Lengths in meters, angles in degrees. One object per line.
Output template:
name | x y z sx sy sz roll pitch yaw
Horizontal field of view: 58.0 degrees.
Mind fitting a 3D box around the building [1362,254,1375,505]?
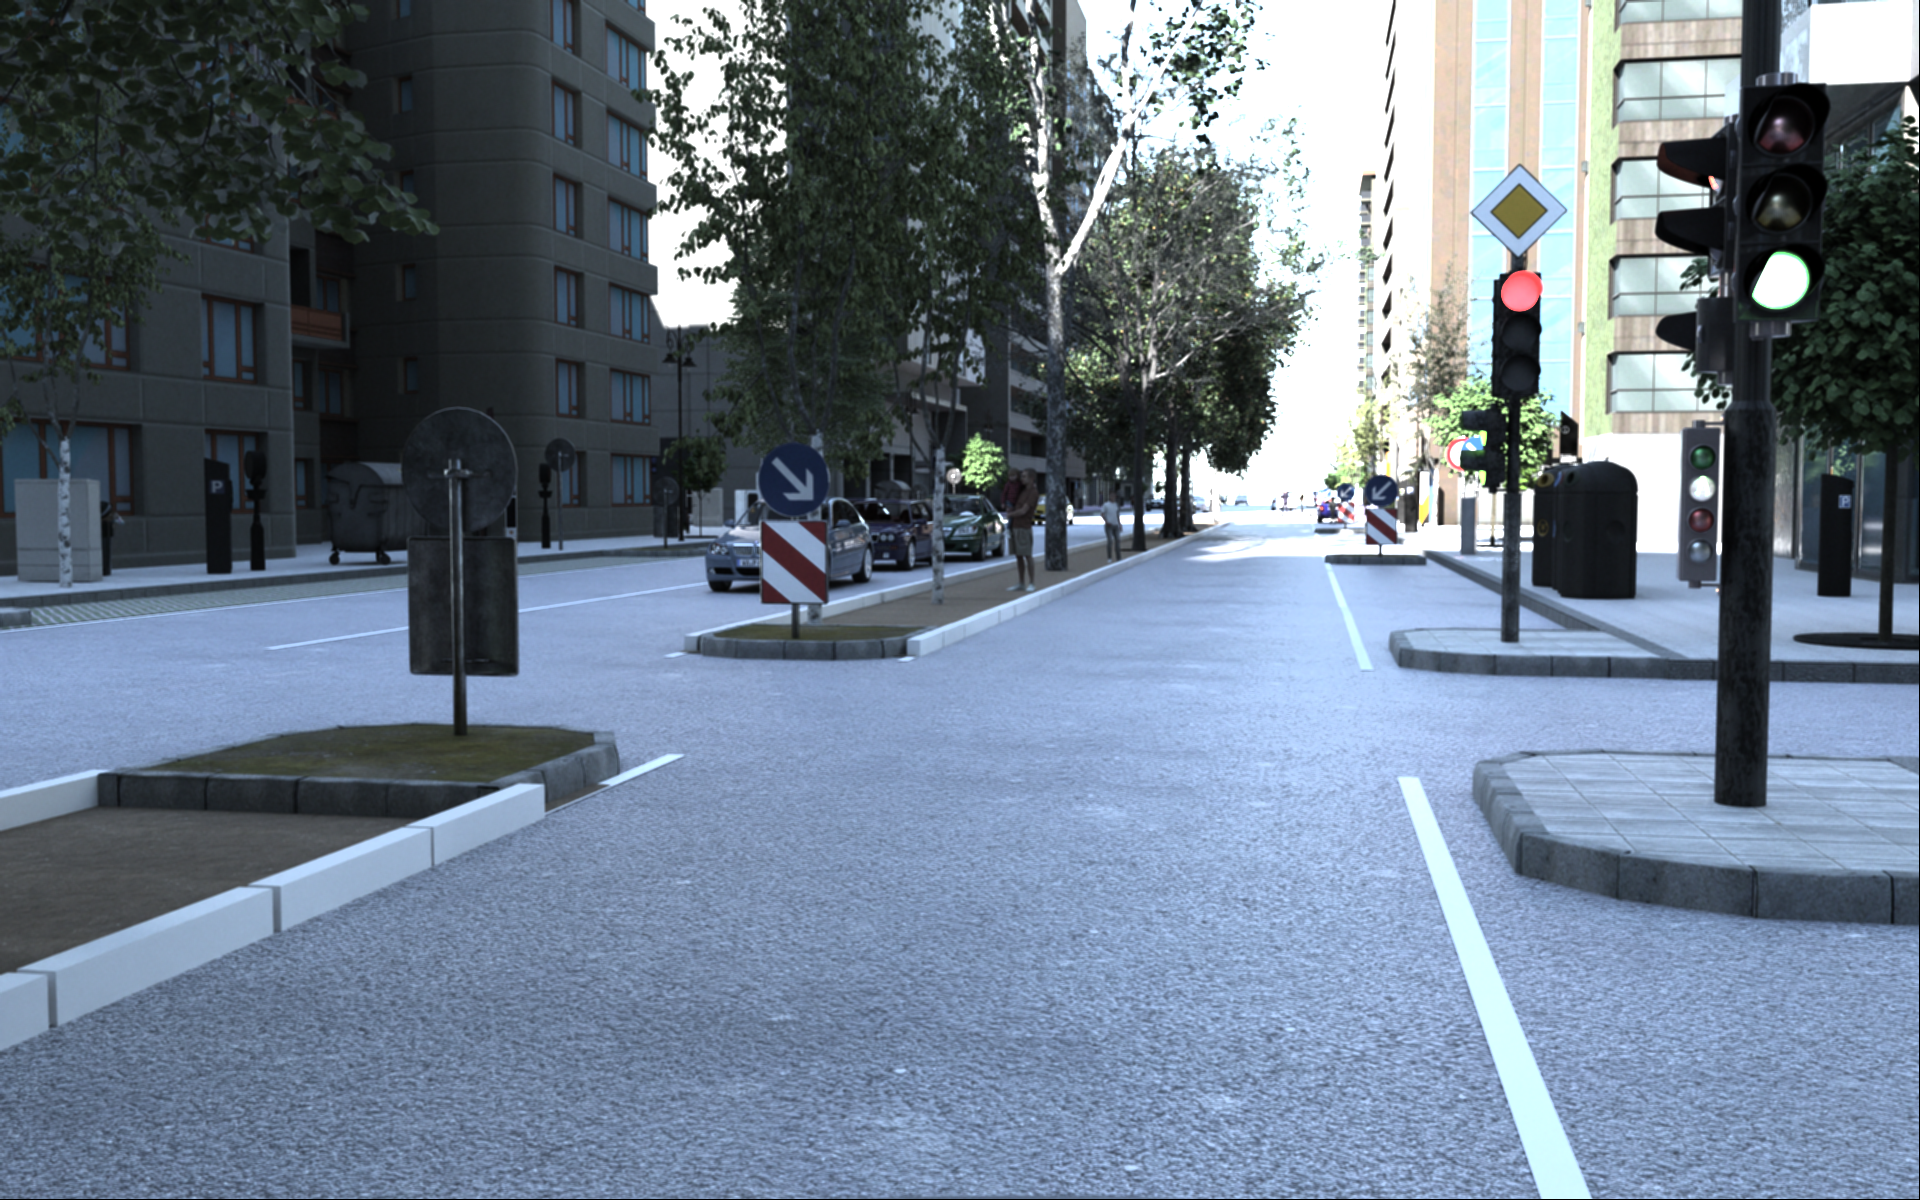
building | 55.600 -26.665 207.670 14.160 30.474 14.107 1 4 11

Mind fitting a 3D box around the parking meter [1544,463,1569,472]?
parking meter | 11.178 -1.637 32.474 0.399 1.863 0.255 3 4 38

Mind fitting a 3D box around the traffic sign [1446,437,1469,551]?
traffic sign | 11.239 -2.360 38.699 0.768 2.556 0.104 1 4 20

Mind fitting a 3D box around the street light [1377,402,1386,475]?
street light | 21.205 -6.996 87.175 0.468 5.910 1.993 1 4 11

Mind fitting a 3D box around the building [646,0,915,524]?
building | -13.148 -39.444 83.163 20.563 71.187 20.611 1 4 11

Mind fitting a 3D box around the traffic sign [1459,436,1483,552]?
traffic sign | 11.384 -2.327 38.159 0.768 2.556 0.104 1 4 20

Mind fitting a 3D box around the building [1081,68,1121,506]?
building | 6.059 -35.167 194.596 23.786 49.044 30.456 1 4 11

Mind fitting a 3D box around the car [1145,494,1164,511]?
car | 16.491 -8.268 144.968 2.009 1.686 4.222 1 4 10

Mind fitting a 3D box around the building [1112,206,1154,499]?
building | 19.408 -34.026 239.912 14.154 41.232 14.086 1 4 11

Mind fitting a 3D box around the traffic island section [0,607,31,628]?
traffic island section | -11.285 0.249 18.202 2.009 0.180 2.903 1 4 11

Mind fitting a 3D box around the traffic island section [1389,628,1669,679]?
traffic island section | 4.797 0.443 15.042 2.009 0.180 2.903 1 4 11

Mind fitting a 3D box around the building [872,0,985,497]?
building | -13.510 -31.810 109.333 28.713 52.752 27.495 1 4 11

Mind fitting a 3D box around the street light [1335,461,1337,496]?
street light | 40.902 -13.155 187.872 0.468 5.910 1.993 1 4 11

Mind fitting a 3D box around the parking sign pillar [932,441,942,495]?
parking sign pillar | -1.136 -6.047 87.337 1.447 3.967 1.447 0 4 4

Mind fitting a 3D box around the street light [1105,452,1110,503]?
street light | 12.676 -10.852 150.224 0.468 5.910 1.993 1 4 11

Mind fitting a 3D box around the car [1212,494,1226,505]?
car | 35.381 -13.850 236.226 2.009 1.686 4.222 1 4 10

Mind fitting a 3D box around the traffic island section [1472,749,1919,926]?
traffic island section | 3.255 0.922 7.207 2.009 0.180 2.903 1 4 11

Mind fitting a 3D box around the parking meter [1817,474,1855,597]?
parking meter | 10.993 -0.815 21.739 0.372 1.533 0.369 0 3 0

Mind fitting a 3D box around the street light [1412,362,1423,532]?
street light | 15.624 -5.281 59.140 0.468 5.910 1.993 1 4 11

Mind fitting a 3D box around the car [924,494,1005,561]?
car | -0.125 -1.634 38.515 2.131 1.459 4.920 1 4 10

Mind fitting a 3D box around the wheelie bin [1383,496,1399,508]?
wheelie bin | 19.624 -4.384 79.591 0.980 1.594 0.693 0 4 4

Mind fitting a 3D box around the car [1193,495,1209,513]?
car | 18.173 -7.411 133.529 2.083 1.381 4.827 1 4 13

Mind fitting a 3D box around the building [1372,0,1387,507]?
building | 55.241 -39.349 185.360 21.231 58.520 28.212 1 4 11

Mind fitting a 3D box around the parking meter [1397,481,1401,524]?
parking meter | 18.762 -4.138 73.370 0.255 1.863 0.399 2 4 24

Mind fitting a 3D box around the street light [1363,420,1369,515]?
street light | 24.920 -8.170 106.362 0.468 5.910 1.993 1 4 11

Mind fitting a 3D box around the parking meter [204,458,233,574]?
parking meter | -11.922 -1.356 27.886 0.399 1.863 0.255 -1 4 -17

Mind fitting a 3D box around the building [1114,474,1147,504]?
building | 7.360 -32.442 222.304 32.217 40.220 23.993 1 4 11

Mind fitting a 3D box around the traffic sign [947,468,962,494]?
traffic sign | -0.297 -5.225 85.540 0.768 2.556 0.104 1 4 12

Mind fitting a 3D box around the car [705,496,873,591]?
car | -2.554 -0.916 26.977 2.014 1.417 4.499 1 4 10

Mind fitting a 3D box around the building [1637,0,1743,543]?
building | 25.420 -17.041 50.326 14.160 30.474 14.107 1 4 11

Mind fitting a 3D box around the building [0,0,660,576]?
building | -25.818 -12.085 42.636 27.650 21.520 28.899 1 4 11

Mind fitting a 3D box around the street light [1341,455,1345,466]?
street light | 36.078 -11.635 163.025 0.468 5.910 1.993 1 4 11

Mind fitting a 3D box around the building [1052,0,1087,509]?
building | 3.185 -30.541 149.463 14.600 45.320 14.200 1 4 11

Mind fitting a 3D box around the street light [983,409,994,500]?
street light | 1.557 -7.403 93.819 0.468 5.910 1.993 1 4 11

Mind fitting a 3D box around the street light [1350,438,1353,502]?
street light | 30.465 -9.908 134.781 0.468 5.910 1.993 1 4 11

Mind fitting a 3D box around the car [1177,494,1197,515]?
car | 15.539 -6.782 120.667 2.009 1.686 4.222 1 4 9

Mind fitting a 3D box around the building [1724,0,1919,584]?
building | 27.893 -24.807 25.210 30.456 49.044 23.786 1 4 11

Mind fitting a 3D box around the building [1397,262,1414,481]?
building | 45.735 -16.894 121.255 27.650 21.520 28.899 1 4 11

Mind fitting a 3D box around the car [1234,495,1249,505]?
car | 36.802 -13.083 226.271 2.083 1.381 4.827 1 4 12

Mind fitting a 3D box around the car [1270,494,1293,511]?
car | 27.479 -8.305 147.790 2.014 1.417 4.499 1 4 12

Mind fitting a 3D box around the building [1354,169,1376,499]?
building | 63.379 -35.042 227.566 22.147 44.769 28.867 1 4 11

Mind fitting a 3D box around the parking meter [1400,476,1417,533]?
parking meter | 14.989 -3.177 57.662 0.399 1.863 0.255 2 4 26

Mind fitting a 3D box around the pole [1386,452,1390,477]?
pole | 20.853 -5.541 84.438 0.158 3.312 0.155 0 3 0

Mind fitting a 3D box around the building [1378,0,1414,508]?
building | 46.944 -31.937 145.877 21.300 48.544 21.600 1 4 11

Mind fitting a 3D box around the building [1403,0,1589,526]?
building | 26.819 -25.903 73.621 14.600 45.320 14.200 1 4 11

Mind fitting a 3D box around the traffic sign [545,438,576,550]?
traffic sign | -9.117 -2.408 39.485 0.768 2.556 0.104 1 4 14

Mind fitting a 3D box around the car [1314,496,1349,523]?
car | 18.760 -4.537 86.764 1.945 1.354 3.894 1 4 10

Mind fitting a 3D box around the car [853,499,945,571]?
car | -1.469 -1.292 33.712 1.945 1.354 3.894 1 4 12

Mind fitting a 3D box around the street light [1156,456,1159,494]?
street light | 23.283 -14.157 204.250 0.468 5.910 1.993 1 4 11

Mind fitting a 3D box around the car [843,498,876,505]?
car | -2.925 -1.955 44.548 1.945 1.354 3.894 1 4 11

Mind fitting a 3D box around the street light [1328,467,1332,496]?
street light | 46.347 -14.871 215.934 0.468 5.910 1.993 1 4 11

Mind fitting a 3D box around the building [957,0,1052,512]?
building | -5.027 -31.136 132.767 21.300 48.544 21.600 1 4 11

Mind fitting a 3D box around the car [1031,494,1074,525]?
car | 4.241 -4.270 80.044 2.015 1.641 3.980 1 4 10
